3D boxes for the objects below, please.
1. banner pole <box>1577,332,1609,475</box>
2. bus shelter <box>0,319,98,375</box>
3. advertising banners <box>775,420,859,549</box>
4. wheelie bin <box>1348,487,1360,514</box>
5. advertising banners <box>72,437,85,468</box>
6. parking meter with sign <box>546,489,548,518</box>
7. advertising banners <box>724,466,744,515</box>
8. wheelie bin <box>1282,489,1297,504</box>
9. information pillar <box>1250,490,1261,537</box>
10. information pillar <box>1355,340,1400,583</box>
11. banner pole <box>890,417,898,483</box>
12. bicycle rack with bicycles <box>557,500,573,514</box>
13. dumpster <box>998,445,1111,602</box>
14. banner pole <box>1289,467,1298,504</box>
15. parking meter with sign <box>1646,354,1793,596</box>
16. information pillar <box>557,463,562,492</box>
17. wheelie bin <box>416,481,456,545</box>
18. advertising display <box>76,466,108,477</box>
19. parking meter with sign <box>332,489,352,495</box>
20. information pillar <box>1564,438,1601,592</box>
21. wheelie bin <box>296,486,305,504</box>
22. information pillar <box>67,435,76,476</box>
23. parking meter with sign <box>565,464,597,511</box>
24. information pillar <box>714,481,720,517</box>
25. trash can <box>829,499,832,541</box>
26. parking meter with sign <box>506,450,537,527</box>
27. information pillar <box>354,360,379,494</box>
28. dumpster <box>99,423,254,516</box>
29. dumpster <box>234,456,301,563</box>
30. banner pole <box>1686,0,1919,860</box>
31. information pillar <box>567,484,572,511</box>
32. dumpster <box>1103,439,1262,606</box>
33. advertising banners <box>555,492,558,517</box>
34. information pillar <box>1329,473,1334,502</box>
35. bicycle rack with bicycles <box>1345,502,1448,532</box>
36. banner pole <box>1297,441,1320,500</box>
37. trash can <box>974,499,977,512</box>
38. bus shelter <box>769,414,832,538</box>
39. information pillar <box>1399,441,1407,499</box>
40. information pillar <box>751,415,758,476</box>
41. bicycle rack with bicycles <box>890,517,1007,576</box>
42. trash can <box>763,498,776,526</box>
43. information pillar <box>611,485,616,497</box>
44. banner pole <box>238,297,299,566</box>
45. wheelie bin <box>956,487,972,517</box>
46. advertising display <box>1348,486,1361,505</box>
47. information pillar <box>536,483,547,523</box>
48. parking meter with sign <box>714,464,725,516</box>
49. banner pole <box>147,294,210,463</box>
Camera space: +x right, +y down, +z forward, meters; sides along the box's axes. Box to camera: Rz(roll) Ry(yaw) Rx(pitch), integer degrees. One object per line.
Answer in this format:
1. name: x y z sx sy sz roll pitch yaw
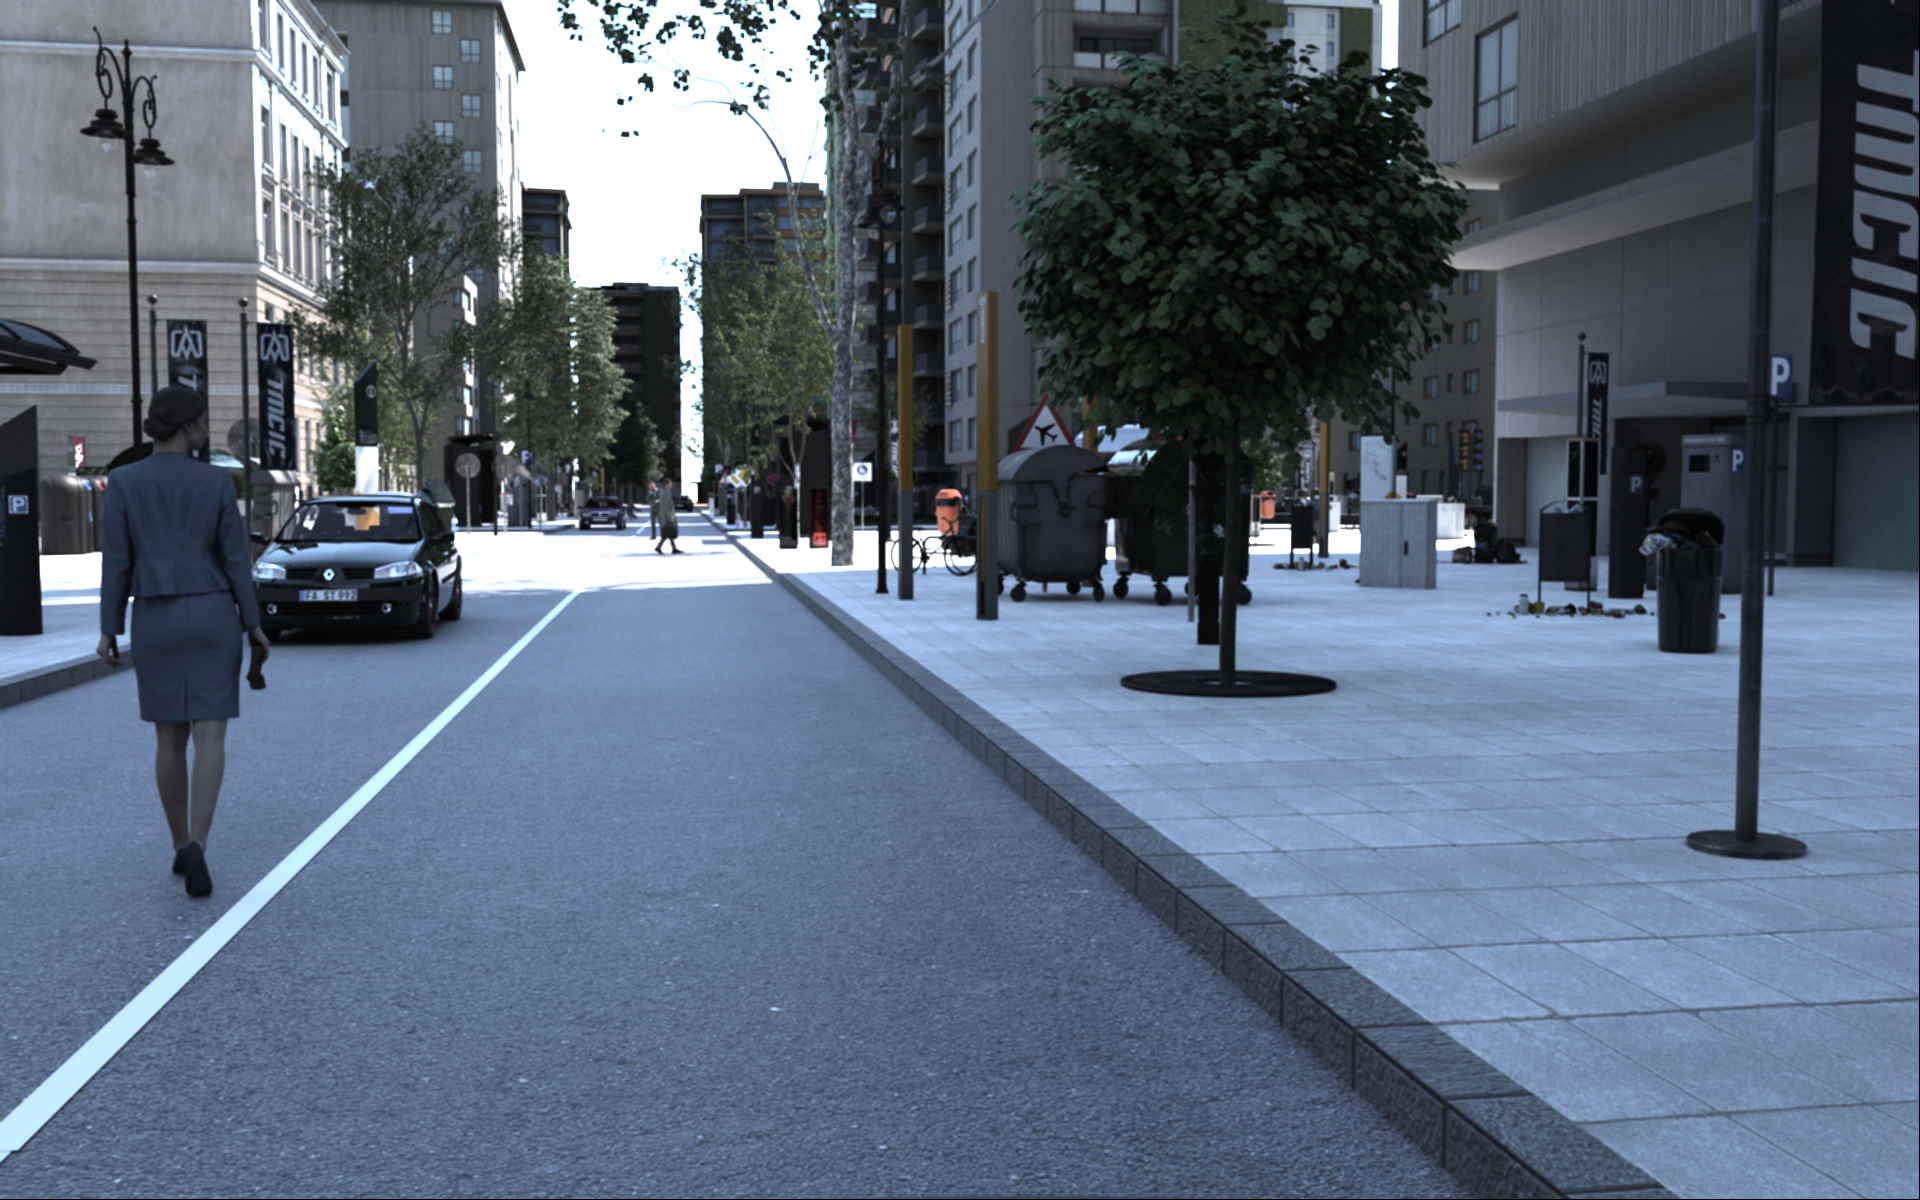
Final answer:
1. banner pole: 9.803 -2.261 26.979 0.863 3.779 0.401 -2 4 -29
2. bus shelter: -10.777 -1.456 17.727 2.014 3.302 5.546 -1 4 -9
3. advertising banners: -3.339 -2.717 40.610 2.074 3.025 0.090 -2 4 -24
4. wheelie bin: 17.183 -4.107 75.052 0.693 1.594 0.980 1 4 16
5. advertising banners: -26.912 -3.540 54.064 0.090 3.025 2.074 1 4 15
6. parking meter with sign: -23.419 -6.018 94.663 1.738 3.016 0.543 0 4 -2
7. advertising banners: -14.049 -6.829 107.840 0.090 3.025 2.074 2 4 30
8. wheelie bin: 20.499 -6.099 107.626 0.980 1.594 0.693 2 4 27
9. information pillar: 8.736 -2.868 51.385 0.304 2.012 0.304 -1 4 -11
10. information pillar: 5.952 -2.043 24.762 0.504 3.616 0.183 3 5 40
11. banner pole: -1.725 -3.616 49.143 0.863 3.779 0.401 3 4 37
12. bicycle rack with bicycles: -26.819 -6.148 113.901 2.852 0.926 2.925 -3 4 -38
13. dumpster: 1.085 -0.949 21.279 1.264 1.857 1.865 -1 4 -9
14. banner pole: 20.354 -7.066 105.545 0.863 3.779 0.401 0 4 6
15. parking meter with sign: 9.763 -1.601 22.436 0.543 3.016 1.738 -2 4 -34
16. information pillar: -30.544 -8.616 132.223 0.504 3.616 0.183 2 4 33
17. wheelie bin: -12.277 -1.990 40.451 0.693 1.594 0.980 2 4 28
18. advertising display: -20.189 -2.159 40.508 0.974 1.923 0.123 1 4 12
19. parking meter with sign: -24.503 -4.425 68.616 1.738 3.016 0.543 -3 5 -40
20. information pillar: 8.232 -1.127 22.911 0.304 2.012 0.304 -1 4 -21
21. wheelie bin: -25.046 -3.500 65.136 0.980 1.594 0.693 3 5 43
22. information pillar: -34.901 -4.700 68.207 0.504 3.616 0.183 1 4 18
23. parking meter with sign: -22.309 -6.462 101.915 0.543 3.016 1.738 3 5 43
24. information pillar: -13.878 -5.767 98.780 0.304 2.012 0.304 0 4 -4
25. trash can: -3.716 -2.197 47.582 0.748 1.137 0.748 0 3 0
26. parking meter with sign: -17.295 -4.390 68.035 0.543 3.016 1.738 0 4 6
27. information pillar: -10.331 -2.376 30.206 0.183 3.616 0.504 2 4 24
28. dumpster: -10.516 -1.272 23.298 1.502 2.255 1.985 -1 4 -9
29. dumpster: -11.201 -1.314 27.242 1.264 1.857 1.865 -1 4 -9
30. banner pole: 3.052 -0.981 6.054 0.863 3.779 0.401 2 4 26
31. information pillar: -28.825 -7.539 127.760 0.304 2.012 0.304 0 4 -6
32. dumpster: 2.607 -1.110 20.637 1.502 2.255 1.985 -1 4 -9
33. advertising banners: -22.841 -6.151 96.750 0.090 3.025 2.074 0 4 6
34. information pillar: 12.681 -3.378 59.721 0.304 2.012 0.304 3 5 42
35. bicycle rack with bicycles: 14.270 -2.668 57.006 2.852 0.926 2.925 0 4 -8
36. banner pole: 16.509 -5.607 81.689 0.863 3.779 0.401 -2 4 -33
37. trash can: 0.795 -2.653 55.026 0.748 1.137 0.748 0 3 0
38. bus shelter: -4.885 -3.815 53.656 1.731 3.624 6.357 -1 4 -9
39. information pillar: 19.525 -5.210 76.540 0.504 3.616 0.183 -1 4 -13
40. information pillar: -6.029 -3.646 50.959 0.183 3.616 0.504 0 4 8
41. bicycle rack with bicycles: 0.707 -0.878 27.738 2.925 0.926 2.852 3 4 36
42. trash can: -7.672 -3.524 69.278 0.748 1.137 0.748 0 3 0
43. information pillar: -27.558 -8.146 137.682 0.304 2.012 0.304 1 4 12
44. banner pole: -8.948 -1.974 22.297 0.863 3.779 0.401 -3 5 -41
45. wheelie bin: 0.083 -4.166 76.026 0.980 1.594 0.693 3 5 40
46. advertising display: 22.554 -5.715 98.660 0.974 1.923 0.123 3 5 42
47. information pillar: -18.301 -4.356 75.712 0.304 2.012 0.304 2 4 26
48. parking meter with sign: -14.062 -6.452 101.752 0.543 3.016 1.738 0 4 -2
49. banner pole: -9.890 -1.947 21.851 0.863 3.779 0.401 -1 4 -14
